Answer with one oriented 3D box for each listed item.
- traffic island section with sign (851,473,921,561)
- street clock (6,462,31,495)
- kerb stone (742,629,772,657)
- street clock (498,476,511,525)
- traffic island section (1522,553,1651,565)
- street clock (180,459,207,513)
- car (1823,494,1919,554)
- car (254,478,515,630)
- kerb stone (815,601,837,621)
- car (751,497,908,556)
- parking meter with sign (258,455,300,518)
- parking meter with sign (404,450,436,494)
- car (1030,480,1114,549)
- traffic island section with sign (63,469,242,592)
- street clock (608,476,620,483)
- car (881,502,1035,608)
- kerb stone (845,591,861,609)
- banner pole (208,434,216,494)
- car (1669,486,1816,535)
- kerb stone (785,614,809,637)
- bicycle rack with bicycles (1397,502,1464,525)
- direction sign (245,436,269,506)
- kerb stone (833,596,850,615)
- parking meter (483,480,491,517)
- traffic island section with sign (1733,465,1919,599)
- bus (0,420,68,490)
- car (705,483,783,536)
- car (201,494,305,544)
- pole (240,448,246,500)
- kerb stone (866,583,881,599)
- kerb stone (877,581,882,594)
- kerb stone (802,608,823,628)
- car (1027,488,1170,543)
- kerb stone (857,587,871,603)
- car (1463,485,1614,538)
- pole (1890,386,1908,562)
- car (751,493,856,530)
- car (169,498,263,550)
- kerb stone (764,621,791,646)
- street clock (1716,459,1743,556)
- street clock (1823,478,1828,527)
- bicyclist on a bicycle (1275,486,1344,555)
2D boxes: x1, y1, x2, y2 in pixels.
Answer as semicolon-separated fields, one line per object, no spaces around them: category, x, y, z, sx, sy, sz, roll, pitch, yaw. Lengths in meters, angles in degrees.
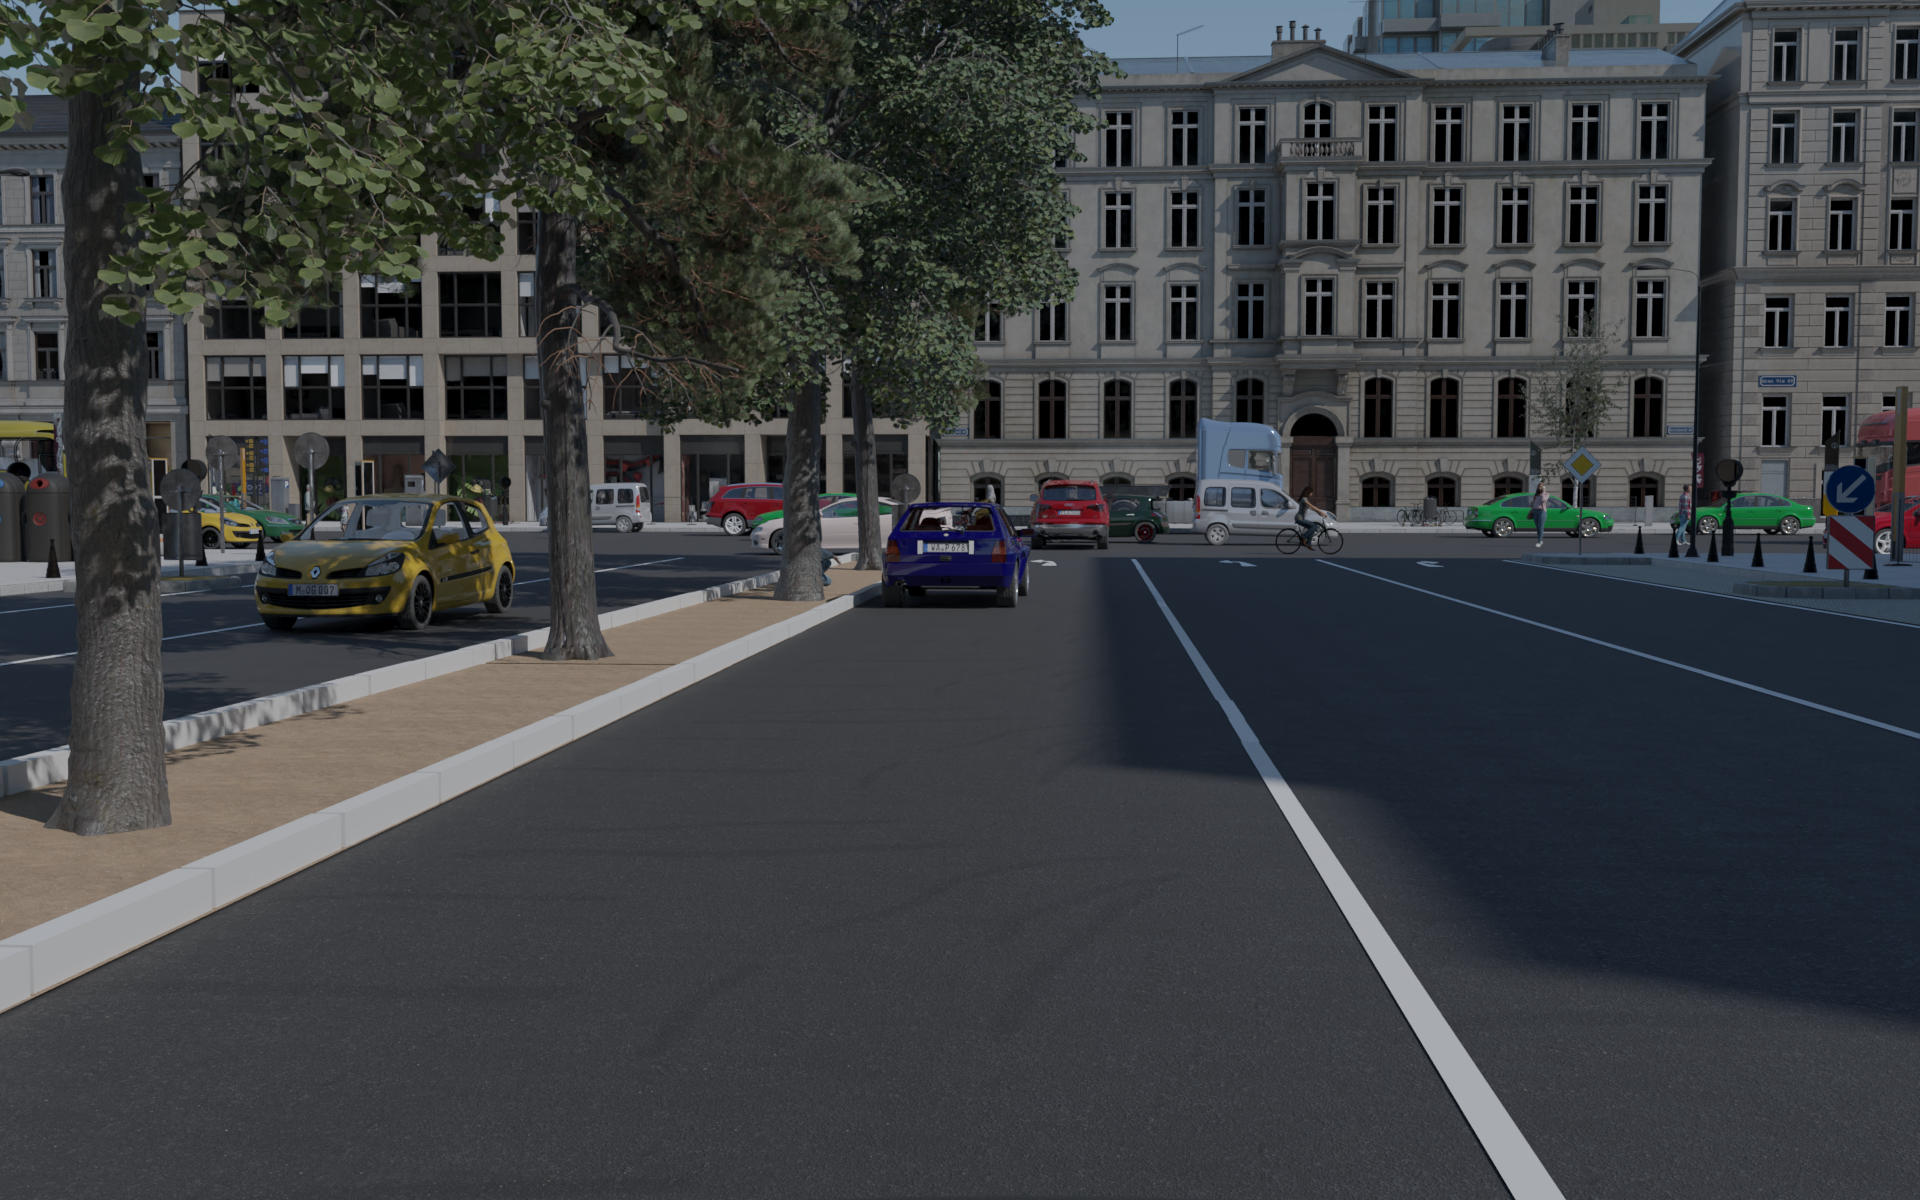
traffic island section with sign;-1.247;-1.801;37.578;2.006;1.907;1.989;0;4;4
street clock;-21.013;-2.088;38.711;0.471;2.002;0.358;-2;4;-34
kerb stone;-1.876;0.399;15.667;0.120;0.150;1.000;0;4;4
street clock;-18.599;-4.052;70.820;0.471;2.002;0.358;-2;4;-35
traffic island section;12.995;-0.855;36.256;2.009;0.180;2.903;0;4;4
street clock;-15.945;-1.928;36.093;0.471;2.002;0.358;0;4;6
car;21.961;-1.849;39.267;4.494;1.783;2.155;0;4;2
car;-6.415;-0.569;19.534;2.015;1.641;3.980;0;4;5
kerb stone;-1.563;0.149;19.764;0.120;0.150;1.000;0;4;4
car;-2.549;-1.750;40.972;4.827;1.381;2.083;0;4;5
parking meter with sign;-30.310;-4.951;77.205;1.738;3.016;0.543;1;4;13
parking meter with sign;-21.855;-4.469;69.328;1.738;3.016;0.543;0;4;-6
car;2.981;-2.314;46.506;2.281;1.827;5.304;0;4;5
traffic island section with sign;-12.060;-1.073;26.179;1.989;1.847;2.006;0;4;4
street clock;-14.219;-4.073;71.163;0.358;2.002;0.471;3;4;38
car;0.004;-0.655;23.283;1.945;1.354;3.894;0;4;6
kerb stone;-1.407;0.024;21.820;0.120;0.150;1.000;0;4;4
banner pole;-31.071;-5.015;72.017;0.401;3.779;0.863;-1;4;-8
car;27.514;-3.193;61.006;4.718;1.807;1.959;0;4;6
kerb stone;-1.715;0.278;17.712;0.120;0.150;1.000;0;4;4
bicycle rack with bicycles;19.828;-3.663;73.276;2.925;0.926;2.852;-1;4;-14
direction sign;-27.583;-4.649;68.006;0.876;3.537;0.379;-2;4;-34
kerb stone;-1.486;0.091;20.789;0.120;0.150;1.000;0;4;4
parking meter;-19.800;-4.087;72.530;0.255;1.863;0.399;-2;4;-28
traffic island section with sign;12.106;-0.966;24.427;1.989;1.847;2.006;0;4;4
bus;-34.967;-4.105;58.666;12.252;3.916;2.896;0;4;3
car;-6.090;-3.111;59.531;5.304;1.827;2.281;0;4;5
car;-21.806;-2.401;51.054;4.920;1.459;2.131;0;4;6
pole;-31.756;-5.071;76.751;0.158;3.312;0.155;0;3;0
kerb stone;-1.251;-0.102;23.871;0.120;0.150;1.000;0;4;4
kerb stone;-1.170;-0.163;24.894;0.120;0.150;1.000;0;4;4
kerb stone;-1.643;0.221;18.736;0.120;0.150;1.000;0;4;4
car;4.086;-2.533;51.202;4.222;1.686;2.009;0;4;5
kerb stone;-1.329;-0.036;22.848;0.120;0.150;1.000;0;4;4
car;19.061;-2.950;57.029;4.718;1.807;1.959;0;4;3
pole;17.814;-2.386;32.848;0.158;3.312;0.155;0;3;0
car;-4.076;-2.732;53.457;4.718;1.807;1.959;0;4;4
car;-20.400;-2.155;45.461;3.980;1.641;2.015;0;4;6
kerb stone;-1.797;0.337;16.689;0.120;0.150;1.000;0;4;4
street clock;15.918;-1.914;35.860;0.358;2.002;0.471;-3;5;-43
street clock;33.756;-3.834;67.255;0.471;2.002;0.358;1;4;11
bicyclist on a bicycle;8.285;-1.896;41.027;1.625;1.676;1.499;0;4;2
